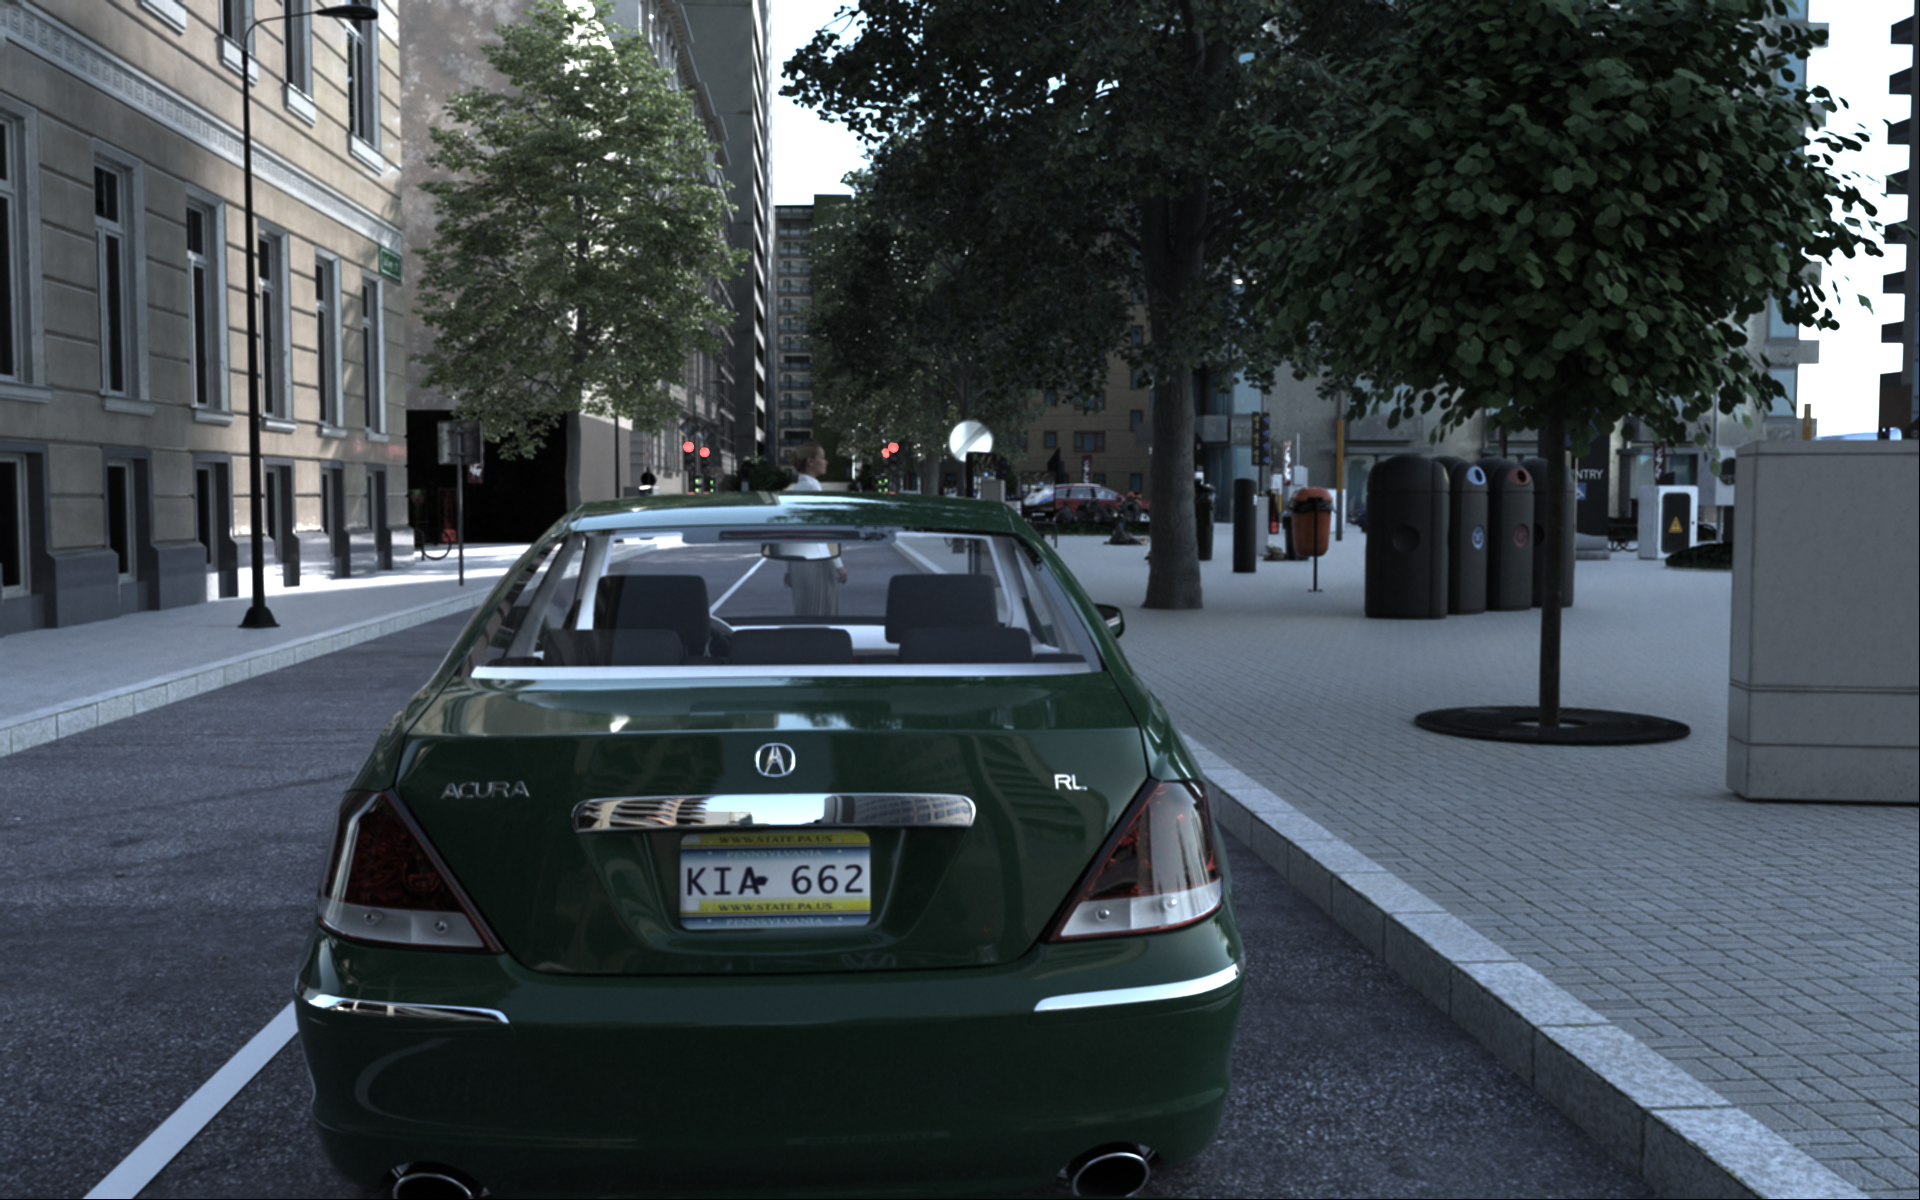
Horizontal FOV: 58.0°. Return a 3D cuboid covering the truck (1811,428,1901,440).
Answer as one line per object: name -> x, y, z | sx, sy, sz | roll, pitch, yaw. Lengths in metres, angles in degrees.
truck -> 43.740, -5.013, 71.722 | 18.799, 4.110, 2.967 | 0, 4, -4

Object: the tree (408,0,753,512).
tree -> -8.431, -7.420, 39.440 | 7.486, 12.596, 7.792 | 0, 3, 0

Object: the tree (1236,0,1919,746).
tree -> 3.285, -1.566, 9.315 | 4.285, 4.588, 4.351 | 0, 3, 0

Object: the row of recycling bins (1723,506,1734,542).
row of recycling bins -> 20.509, -2.197, 43.035 | 1.069, 1.692, 3.534 | -2, 4, -26

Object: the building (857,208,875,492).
building -> -7.595, -33.935, 238.430 | 14.086, 41.232, 14.154 | 0, 4, -4

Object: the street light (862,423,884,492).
street light -> -4.518, -7.140, 89.278 | 1.470, 5.913, 1.316 | 0, 4, -4

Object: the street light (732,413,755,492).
street light -> -12.470, -7.740, 99.095 | 1.470, 5.913, 1.316 | 0, 4, -4

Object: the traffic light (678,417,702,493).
traffic light -> -9.813, -4.528, 62.959 | 0.839, 4.253, 0.868 | 0, 4, -4

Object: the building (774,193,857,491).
building -> -21.652, -33.880, 237.526 | 14.086, 41.232, 14.154 | 0, 4, -4

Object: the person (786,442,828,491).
person -> -1.102, -0.211, 12.171 | 0.641, 1.798, 0.478 | -1, 4, -11

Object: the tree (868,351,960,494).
tree -> -2.569, -8.001, 81.181 | 4.360, 8.622, 3.978 | 0, 3, 0

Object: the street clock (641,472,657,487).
street clock -> -10.195, -3.193, 56.777 | 0.471, 2.002, 0.358 | 1, 4, 8

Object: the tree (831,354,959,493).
tree -> -3.473, -10.870, 95.849 | 7.486, 12.596, 7.792 | 0, 3, 0

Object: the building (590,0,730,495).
building -> -21.513, -19.451, 105.416 | 14.401, 28.519, 23.554 | 0, 4, -4

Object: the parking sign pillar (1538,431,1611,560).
parking sign pillar -> 12.101, -2.794, 34.159 | 1.447, 3.967, 1.447 | 0, 4, -4

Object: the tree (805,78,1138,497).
tree -> 0.305, -6.293, 37.306 | 7.601, 10.594, 8.767 | -1, 4, -16

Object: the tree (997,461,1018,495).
tree -> 2.498, -5.871, 90.600 | 1.663, 3.219, 1.824 | 0, 3, 0

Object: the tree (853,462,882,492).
tree -> -6.738, -9.418, 137.700 | 4.285, 4.588, 4.351 | 0, 3, 0

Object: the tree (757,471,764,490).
tree -> -15.040, -7.943, 124.470 | 1.663, 3.219, 1.824 | 0, 3, 0

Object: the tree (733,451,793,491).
tree -> -15.377, -8.971, 130.397 | 4.285, 4.588, 4.351 | 0, 3, 0

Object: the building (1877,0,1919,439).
building -> 54.503, -26.358, 81.061 | 14.200, 45.320, 14.600 | 0, 4, -4

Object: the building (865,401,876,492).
building -> 4.601, -20.397, 178.531 | 27.650, 21.520, 28.899 | 0, 4, -4

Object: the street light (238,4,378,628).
street light -> -6.223, -2.693, 16.566 | 1.470, 5.913, 1.316 | 0, 4, -4

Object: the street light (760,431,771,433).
street light -> -14.588, -9.479, 127.529 | 1.470, 5.913, 1.316 | 0, 4, -4

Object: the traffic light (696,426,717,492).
traffic light -> -10.408, -5.015, 70.922 | 0.839, 4.253, 0.868 | 0, 4, -4

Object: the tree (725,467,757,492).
tree -> -15.572, -7.785, 121.889 | 1.663, 3.219, 1.824 | 0, 3, 0

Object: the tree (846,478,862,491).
tree -> -12.732, -13.105, 208.864 | 1.663, 3.219, 1.824 | 0, 3, 0

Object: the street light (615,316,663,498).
street light -> -8.410, -4.444, 45.195 | 1.470, 5.913, 1.316 | 0, 4, -4

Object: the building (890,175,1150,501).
building -> 9.470, -16.653, 117.311 | 27.650, 21.520, 28.899 | 0, 4, -4

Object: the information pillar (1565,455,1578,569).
information pillar -> 10.374, -1.545, 29.755 | 0.304, 2.012, 0.304 | -1, 4, -17

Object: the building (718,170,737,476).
building -> -24.535, -20.544, 129.408 | 14.314, 27.812, 24.014 | 0, 4, -4

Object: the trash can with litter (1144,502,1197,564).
trash can with litter -> 3.801, -1.235, 31.574 | 0.624, 1.170, 1.055 | -3, 5, -41

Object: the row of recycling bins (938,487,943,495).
row of recycling bins -> 0.416, -5.619, 98.989 | 3.534, 1.692, 1.069 | -1, 4, -10

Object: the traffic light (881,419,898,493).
traffic light -> -2.473, -4.563, 63.521 | 0.839, 4.253, 0.868 | 0, 4, -4

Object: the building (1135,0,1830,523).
building -> 23.813, -28.444, 84.665 | 30.456, 49.044, 23.786 | 0, 4, -4

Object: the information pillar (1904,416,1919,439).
information pillar -> 28.356, -3.683, 51.575 | 0.183, 3.616, 0.504 | -2, 4, -32

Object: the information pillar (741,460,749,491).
information pillar -> -14.635, -7.746, 117.996 | 0.504, 3.616, 0.183 | 0, 4, 3

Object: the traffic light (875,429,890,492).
traffic light -> -3.068, -5.050, 71.484 | 0.839, 4.253, 0.868 | 0, 4, -4

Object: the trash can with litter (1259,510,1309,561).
trash can with litter -> 6.329, -1.342, 33.321 | 1.055, 1.170, 0.624 | -2, 4, -25

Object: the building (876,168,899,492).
building -> -0.646, -23.487, 155.721 | 14.160, 30.474, 14.107 | 0, 4, -4

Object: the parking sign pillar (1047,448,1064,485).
parking sign pillar -> 5.606, -6.912, 101.481 | 1.447, 3.967, 1.447 | -2, 4, -26

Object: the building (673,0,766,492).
building -> -28.672, -32.501, 155.088 | 21.300, 48.544, 21.600 | 0, 4, -4

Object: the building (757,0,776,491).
building -> -32.909, -47.077, 207.964 | 20.611, 71.187, 20.563 | 0, 4, -4

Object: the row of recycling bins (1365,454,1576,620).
row of recycling bins -> 5.596, -0.726, 18.983 | 3.534, 1.692, 1.069 | -3, 5, -43

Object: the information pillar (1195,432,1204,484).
information pillar -> 8.979, -4.512, 65.126 | 0.183, 3.616, 0.504 | 3, 5, 40

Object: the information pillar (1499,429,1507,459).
information pillar -> 12.814, -3.029, 40.886 | 0.183, 3.616, 0.504 | 0, 4, 5

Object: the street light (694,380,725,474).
street light -> -10.292, -6.011, 70.821 | 1.470, 5.913, 1.316 | 0, 4, -4

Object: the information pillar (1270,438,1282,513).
information pillar -> 13.086, -4.918, 71.764 | 0.504, 3.616, 0.183 | 0, 4, -1

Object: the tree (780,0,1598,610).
tree -> 2.511, -6.876, 19.082 | 9.857, 13.997, 8.962 | 0, 3, 0
